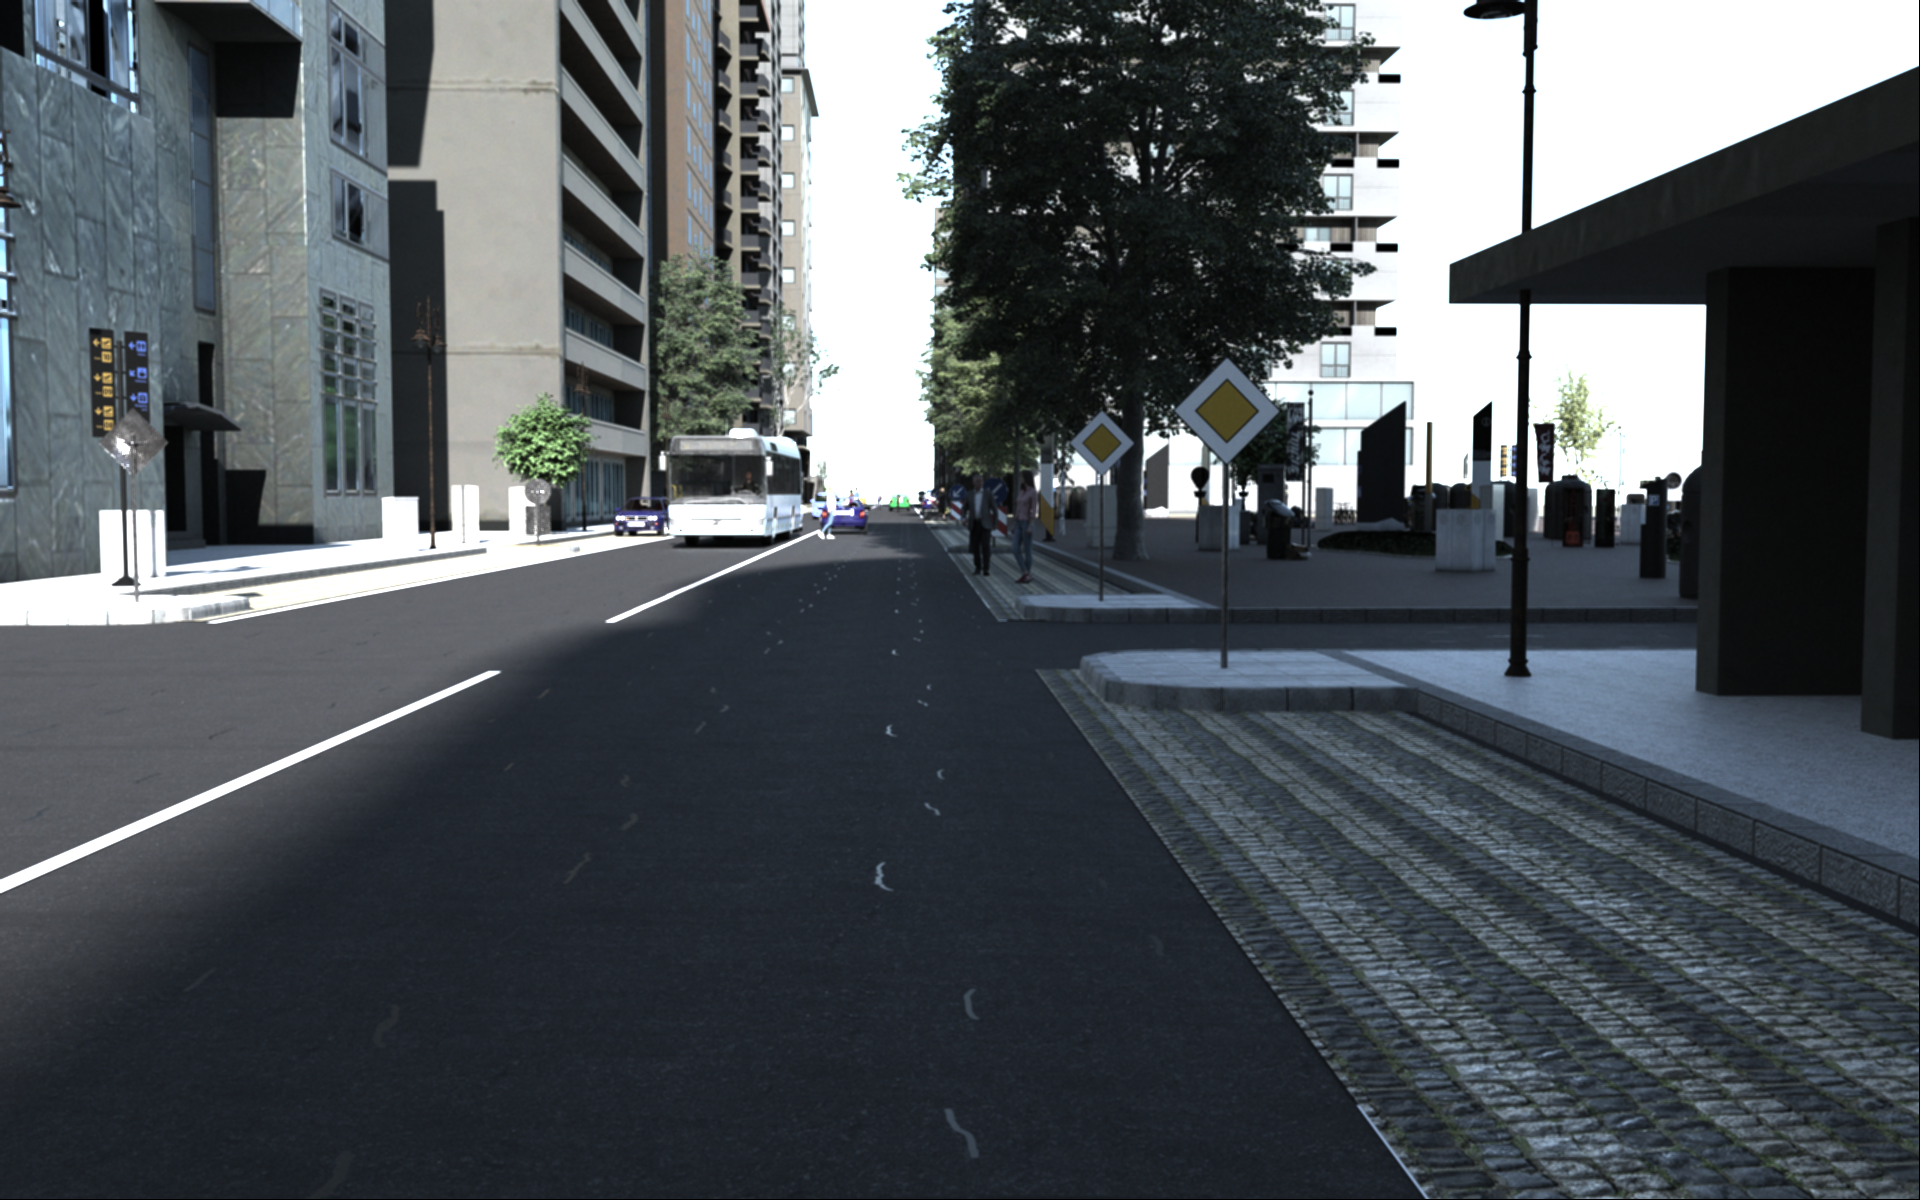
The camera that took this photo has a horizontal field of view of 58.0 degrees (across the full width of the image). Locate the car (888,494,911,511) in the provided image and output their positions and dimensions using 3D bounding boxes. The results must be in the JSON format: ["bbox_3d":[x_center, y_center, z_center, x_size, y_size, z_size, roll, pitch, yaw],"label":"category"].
[{"bbox_3d":[-5.088,-8.409,146.284,1.959,1.807,4.718,0,4,-1],"label":"car"}]

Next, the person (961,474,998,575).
[{"bbox_3d":[0.345,-1.313,30.373,0.661,1.777,0.834,0,4,0],"label":"person"}]

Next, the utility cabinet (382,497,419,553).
[{"bbox_3d":[-12.268,-1.641,37.990,0.306,1.237,1.020,1,4,13],"label":"utility cabinet"}]

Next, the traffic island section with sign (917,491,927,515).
[{"bbox_3d":[-1.844,-6.859,120.771,1.989,1.847,2.006,0,4,-2],"label":"traffic island section with sign"}]

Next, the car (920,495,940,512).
[{"bbox_3d":[-2.152,-7.501,135.229,1.945,1.354,3.894,0,4,-1],"label":"car"}]

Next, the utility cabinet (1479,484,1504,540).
[{"bbox_3d":[12.081,-1.879,39.405,0.318,1.500,1.173,2,4,30],"label":"utility cabinet"}]

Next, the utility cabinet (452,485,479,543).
[{"bbox_3d":[-12.858,-2.224,45.048,0.318,1.500,1.173,-2,4,-35],"label":"utility cabinet"}]

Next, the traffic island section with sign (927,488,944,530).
[{"bbox_3d":[-0.222,-3.775,70.350,1.989,1.847,2.006,0,4,-2],"label":"traffic island section with sign"}]

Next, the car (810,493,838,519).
[{"bbox_3d":[-7.583,-5.481,99.205,1.945,1.707,3.694,0,4,-3],"label":"car"}]

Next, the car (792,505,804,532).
[{"bbox_3d":[-7.022,-3.308,66.446,2.083,1.381,4.827,0,4,-3],"label":"car"}]

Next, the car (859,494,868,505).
[{"bbox_3d":[-13.376,-13.568,232.064,2.015,1.641,3.980,0,4,-3],"label":"car"}]

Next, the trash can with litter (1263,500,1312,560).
[{"bbox_3d":[6.489,-1.392,34.139,0.624,1.170,1.055,-3,4,-37],"label":"trash can with litter"}]

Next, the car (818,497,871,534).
[{"bbox_3d":[-4.237,-3.101,63.286,1.945,1.354,3.894,0,4,-3],"label":"car"}]

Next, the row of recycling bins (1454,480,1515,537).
[{"bbox_3d":[16.441,-2.840,53.540,1.069,1.692,3.534,0,4,-1],"label":"row of recycling bins"}]

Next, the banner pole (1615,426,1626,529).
[{"bbox_3d":[24.404,-4.518,63.886,0.401,3.779,0.863,3,5,40],"label":"banner pole"}]

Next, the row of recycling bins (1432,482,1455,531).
[{"bbox_3d":[18.152,-3.314,61.296,3.534,1.692,1.069,0,4,-6],"label":"row of recycling bins"}]

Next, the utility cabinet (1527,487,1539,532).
[{"bbox_3d":[19.137,-3.038,58.354,0.318,1.500,1.173,3,4,36],"label":"utility cabinet"}]

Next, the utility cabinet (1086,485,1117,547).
[{"bbox_3d":[3.610,-2.012,41.582,1.173,1.500,0.318,-2,4,-26],"label":"utility cabinet"}]

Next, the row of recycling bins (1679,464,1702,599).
[{"bbox_3d":[10.615,-0.843,20.894,3.534,1.692,1.069,1,4,16],"label":"row of recycling bins"}]

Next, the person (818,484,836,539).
[{"bbox_3d":[-4.265,-2.844,55.679,0.598,1.740,0.731,-1,4,-18],"label":"person"}]

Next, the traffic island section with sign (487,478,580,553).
[{"bbox_3d":[-10.441,-2.080,42.635,1.989,1.847,2.006,0,4,-2],"label":"traffic island section with sign"}]

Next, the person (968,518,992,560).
[{"bbox_3d":[0.417,-1.754,37.595,0.576,1.772,0.534,1,4,19],"label":"person"}]

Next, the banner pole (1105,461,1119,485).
[{"bbox_3d":[7.489,-5.730,83.704,0.401,3.779,0.863,-2,4,-29],"label":"banner pole"}]

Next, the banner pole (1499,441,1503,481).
[{"bbox_3d":[25.589,-5.619,81.894,0.401,3.779,0.863,2,4,28],"label":"banner pole"}]

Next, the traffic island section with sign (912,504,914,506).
[{"bbox_3d":[-4.503,-11.903,203.246,1.989,1.847,2.006,0,4,-2],"label":"traffic island section with sign"}]

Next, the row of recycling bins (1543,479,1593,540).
[{"bbox_3d":[17.386,-2.605,49.700,1.069,1.692,3.534,1,4,10],"label":"row of recycling bins"}]

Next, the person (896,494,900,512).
[{"bbox_3d":[-4.901,-7.640,136.674,0.557,1.426,1.065,0,4,-7],"label":"person"}]

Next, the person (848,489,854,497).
[{"bbox_3d":[-7.089,-6.281,111.877,0.721,1.739,1.217,3,5,40],"label":"person"}]

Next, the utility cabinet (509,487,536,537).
[{"bbox_3d":[-13.140,-2.649,51.985,0.318,1.500,1.173,-3,5,-40],"label":"utility cabinet"}]

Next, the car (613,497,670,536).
[{"bbox_3d":[-10.747,-2.862,59.382,1.945,1.354,3.894,0,3,0],"label":"car"}]

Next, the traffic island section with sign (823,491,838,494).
[{"bbox_3d":[-15.637,-11.874,202.774,1.989,1.847,2.006,0,4,-2],"label":"traffic island section with sign"}]

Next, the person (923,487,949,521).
[{"bbox_3d":[-1.220,-5.097,92.046,0.699,1.804,1.509,-3,5,-42],"label":"person"}]

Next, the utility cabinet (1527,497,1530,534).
[{"bbox_3d":[18.166,-2.737,55.916,0.306,1.237,1.020,0,4,8],"label":"utility cabinet"}]

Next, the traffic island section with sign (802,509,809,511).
[{"bbox_3d":[-13.845,-8.485,147.363,1.989,1.847,2.006,0,4,-2],"label":"traffic island section with sign"}]

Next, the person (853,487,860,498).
[{"bbox_3d":[-5.675,-5.325,95.580,0.581,1.822,0.654,-3,5,-44],"label":"person"}]

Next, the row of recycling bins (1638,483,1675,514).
[{"bbox_3d":[26.278,-3.425,63.106,1.069,1.692,3.534,-2,4,-34],"label":"row of recycling bins"}]

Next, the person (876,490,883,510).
[{"bbox_3d":[-7.291,-9.101,157.169,0.599,1.838,0.709,3,5,43],"label":"person"}]

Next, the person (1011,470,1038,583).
[{"bbox_3d":[1.018,-1.177,27.753,0.388,1.821,0.555,-3,5,-42],"label":"person"}]

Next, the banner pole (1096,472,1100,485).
[{"bbox_3d":[7.844,-6.449,95.452,0.863,3.779,0.401,-1,4,-22],"label":"banner pole"}]

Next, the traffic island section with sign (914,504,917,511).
[{"bbox_3d":[-2.723,-8.507,147.712,1.989,1.847,2.006,0,4,-2],"label":"traffic island section with sign"}]

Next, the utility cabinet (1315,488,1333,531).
[{"bbox_3d":[12.694,-3.158,60.314,0.318,1.500,1.173,0,4,-4],"label":"utility cabinet"}]

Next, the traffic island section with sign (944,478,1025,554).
[{"bbox_3d":[0.690,-2.061,42.318,1.989,1.847,2.006,0,4,-2],"label":"traffic island section with sign"}]

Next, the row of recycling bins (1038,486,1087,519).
[{"bbox_3d":[5.335,-5.076,90.112,1.069,1.692,3.534,-3,4,-36],"label":"row of recycling bins"}]
